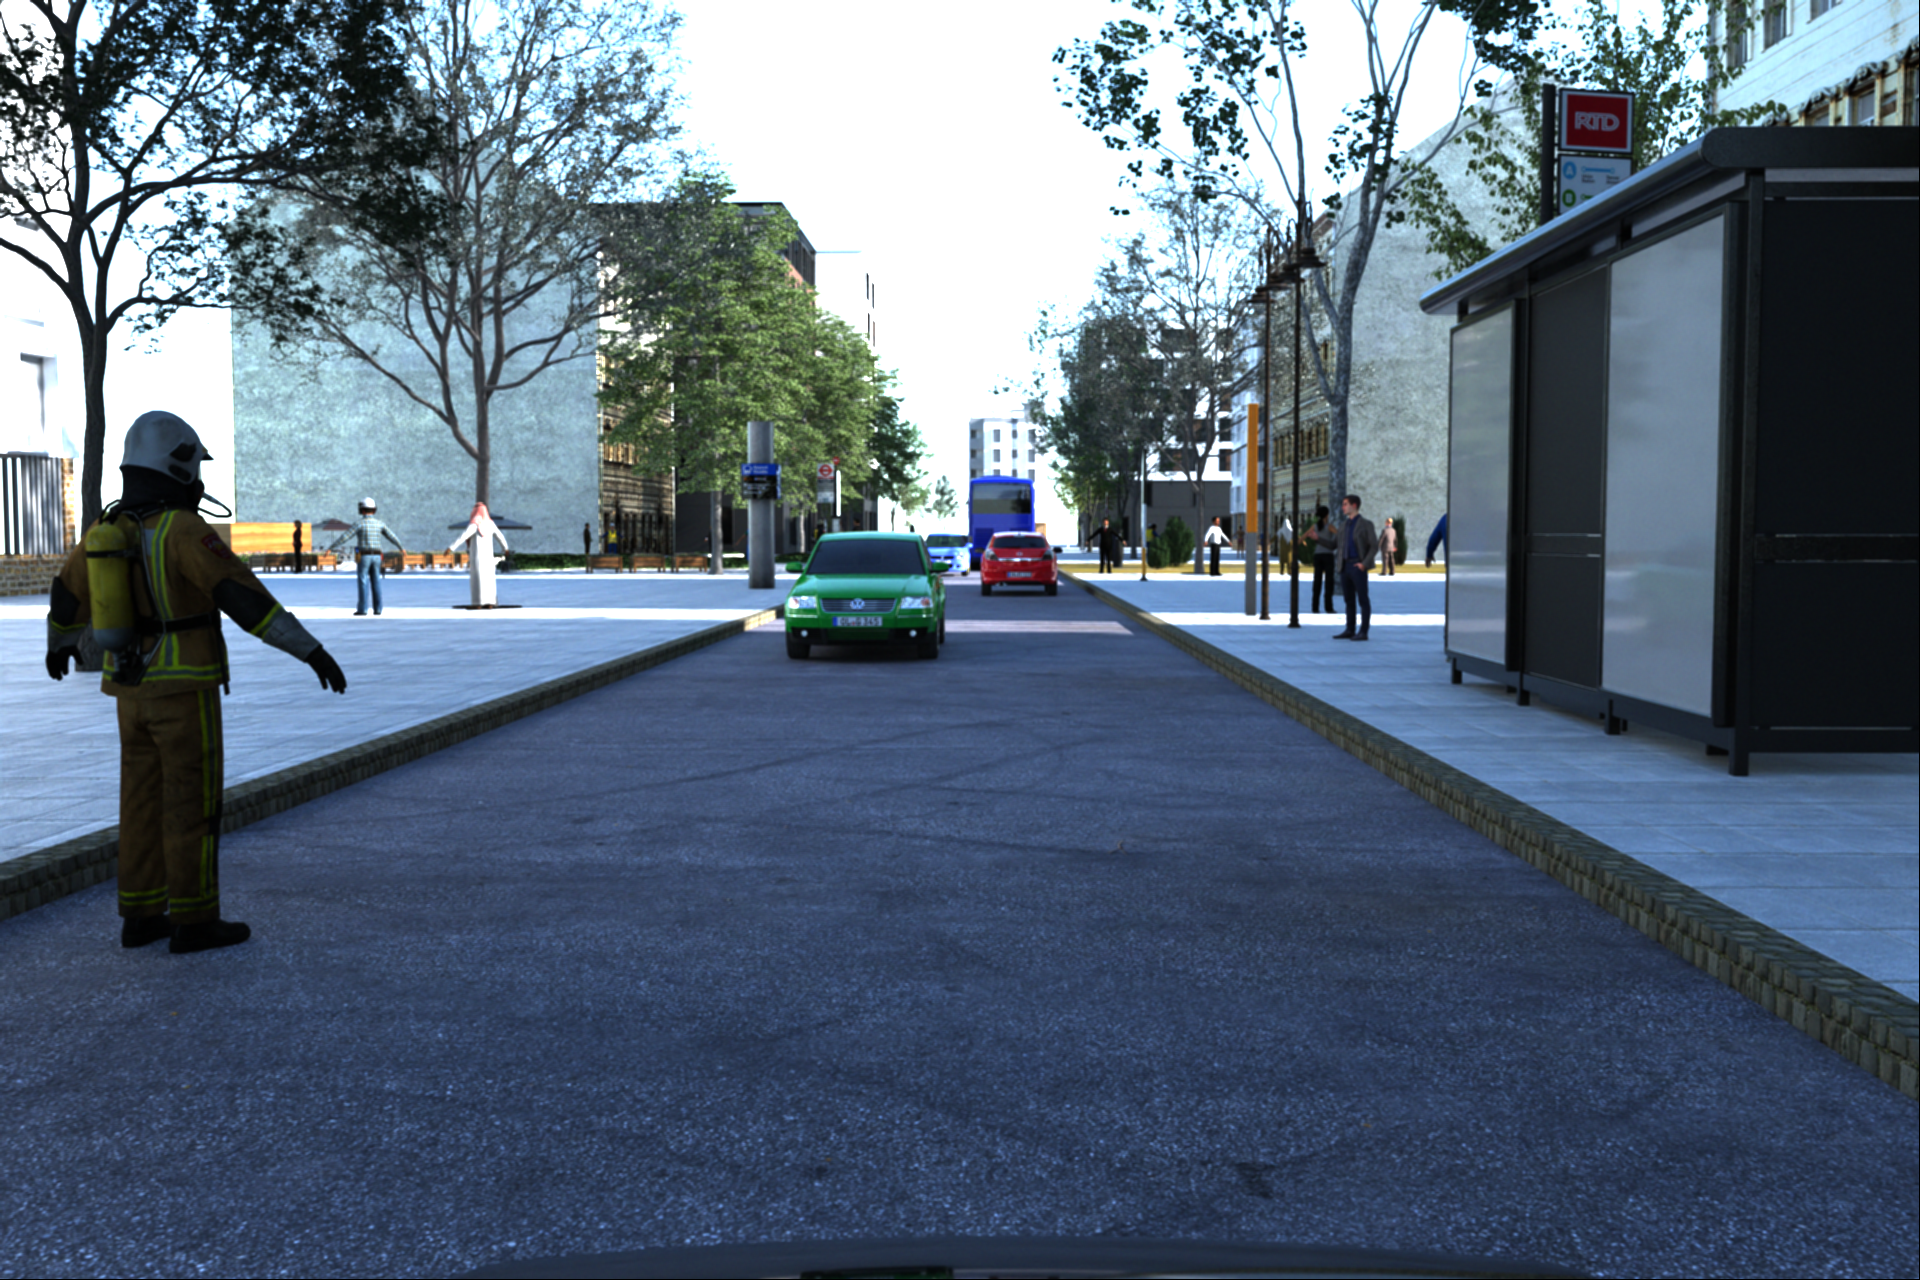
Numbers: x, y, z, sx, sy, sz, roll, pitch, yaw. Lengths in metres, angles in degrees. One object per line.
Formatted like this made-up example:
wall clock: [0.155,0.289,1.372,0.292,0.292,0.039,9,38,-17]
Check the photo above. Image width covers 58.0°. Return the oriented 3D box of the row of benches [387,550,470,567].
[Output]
row of benches: [-20.652,-3.207,67.899,4.104,0.672,1.422,0,4,7]

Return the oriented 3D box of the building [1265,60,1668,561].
building: [26.922,-15.838,89.877,19.493,23.208,18.063,0,4,1]

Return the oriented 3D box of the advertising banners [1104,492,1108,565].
advertising banners: [6.079,-4.663,72.420,0.090,3.025,2.074,0,4,2]

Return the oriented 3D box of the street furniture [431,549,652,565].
street furniture: [-17.817,-3.570,73.989,10.072,0.657,5.734,0,4,-6]

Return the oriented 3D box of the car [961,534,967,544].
car: [-0.209,-5.169,94.307,2.009,1.686,4.222,0,4,1]

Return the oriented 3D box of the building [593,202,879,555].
building: [-20.956,-17.086,123.338,27.936,21.610,32.646,0,4,2]

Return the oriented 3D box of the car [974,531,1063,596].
car: [1.413,-1.999,41.720,2.155,1.783,4.494,0,4,1]

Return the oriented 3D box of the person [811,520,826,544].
person: [-5.577,-3.898,69.505,0.705,1.856,1.354,-3,5,-44]

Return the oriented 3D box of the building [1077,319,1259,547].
building: [26.139,-20.620,181.103,27.936,21.610,32.646,0,4,1]

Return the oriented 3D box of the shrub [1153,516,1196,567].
shrub: [8.494,-3.918,68.484,1.690,2.028,1.600,0,3,0]

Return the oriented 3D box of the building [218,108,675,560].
building: [-26.792,-16.149,94.971,19.493,23.208,18.063,0,4,2]

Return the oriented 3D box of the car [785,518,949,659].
car: [-1.098,-0.765,21.302,1.959,1.807,4.718,0,4,1]

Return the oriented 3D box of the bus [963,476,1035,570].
bus: [1.576,-4.917,71.934,2.896,3.916,12.251,0,3,0]

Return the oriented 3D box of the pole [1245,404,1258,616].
pole: [4.576,-2.039,27.184,0.158,3.312,0.155,0,3,0]

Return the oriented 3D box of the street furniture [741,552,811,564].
street furniture: [-6.207,-3.663,75.510,10.072,0.657,5.734,2,4,35]

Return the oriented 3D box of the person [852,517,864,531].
person: [-3.416,-3.130,57.103,0.705,1.837,1.347,2,4,33]

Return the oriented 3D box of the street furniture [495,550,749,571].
street furniture: [-11.989,-2.953,63.911,10.072,0.657,5.734,-1,4,-16]

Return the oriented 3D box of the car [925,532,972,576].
car: [-0.531,-3.089,60.100,1.945,1.707,3.694,0,4,2]

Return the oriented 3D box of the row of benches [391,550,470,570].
row of benches: [-19.204,-2.958,63.819,1.422,0.672,4.104,2,4,28]

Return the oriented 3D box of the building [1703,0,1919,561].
building: [27.566,-12.414,33.906,19.493,23.208,18.063,0,4,1]

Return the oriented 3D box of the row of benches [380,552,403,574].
row of benches: [-18.967,-2.580,57.642,1.422,0.672,4.104,-1,4,-15]

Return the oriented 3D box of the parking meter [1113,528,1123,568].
parking meter: [6.048,-3.544,66.347,0.372,1.533,0.369,0,3,0]

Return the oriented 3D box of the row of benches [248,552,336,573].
row of benches: [-22.854,-2.697,59.555,1.422,0.672,4.104,1,4,15]

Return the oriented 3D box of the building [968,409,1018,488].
building: [1.485,-24.044,251.994,11.380,20.090,16.016,0,4,-5]

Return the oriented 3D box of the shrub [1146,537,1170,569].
shrub: [7.261,-3.204,63.497,1.383,1.207,1.383,0,3,0]

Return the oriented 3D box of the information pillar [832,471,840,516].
information pillar: [-4.631,-4.485,64.640,0.184,3.620,1.656,0,4,1]

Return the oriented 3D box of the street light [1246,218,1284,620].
street light: [4.563,-3.239,25.748,0.468,5.910,1.993,0,4,1]

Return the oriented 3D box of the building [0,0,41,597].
building: [-24.583,-10.301,24.842,16.016,20.090,11.380,0,4,0]

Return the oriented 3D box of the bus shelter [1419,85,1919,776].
bus shelter: [4.981,-2.179,13.258,2.179,5.291,8.768,0,4,1]

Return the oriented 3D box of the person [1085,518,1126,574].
person: [4.723,-3.062,56.256,1.347,1.806,0.705,0,4,8]

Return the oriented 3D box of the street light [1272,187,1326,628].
street light: [4.586,-3.107,23.591,0.468,5.910,1.993,0,4,1]

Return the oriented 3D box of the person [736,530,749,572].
person: [-7.014,-3.207,58.560,1.347,1.817,0.704,2,4,35]

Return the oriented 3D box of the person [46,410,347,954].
person: [-2.737,0.134,6.030,1.354,1.858,0.705,2,4,23]

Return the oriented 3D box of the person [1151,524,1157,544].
person: [10.501,-5.336,93.387,0.704,1.843,1.345,1,4,11]

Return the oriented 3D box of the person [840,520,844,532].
person: [-4.292,-3.355,61.078,0.704,1.802,1.346,0,4,7]

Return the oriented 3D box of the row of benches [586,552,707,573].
row of benches: [-10.314,-2.573,57.539,4.104,0.672,1.422,-2,4,-25]

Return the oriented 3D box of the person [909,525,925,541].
person: [-1.922,-3.709,69.234,1.348,1.813,0.705,-1,4,-13]

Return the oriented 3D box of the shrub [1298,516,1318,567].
shrub: [13.761,-3.852,67.404,1.690,2.028,1.600,0,3,0]

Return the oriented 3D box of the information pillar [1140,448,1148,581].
information pillar: [5.057,-3.441,47.610,0.183,3.616,0.504,0,4,1]

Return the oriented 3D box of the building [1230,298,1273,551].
building: [27.122,-17.320,139.604,16.016,20.090,11.380,0,4,1]

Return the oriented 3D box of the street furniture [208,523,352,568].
street furniture: [-29.221,-3.765,68.414,11.010,1.723,9.812,1,4,14]
